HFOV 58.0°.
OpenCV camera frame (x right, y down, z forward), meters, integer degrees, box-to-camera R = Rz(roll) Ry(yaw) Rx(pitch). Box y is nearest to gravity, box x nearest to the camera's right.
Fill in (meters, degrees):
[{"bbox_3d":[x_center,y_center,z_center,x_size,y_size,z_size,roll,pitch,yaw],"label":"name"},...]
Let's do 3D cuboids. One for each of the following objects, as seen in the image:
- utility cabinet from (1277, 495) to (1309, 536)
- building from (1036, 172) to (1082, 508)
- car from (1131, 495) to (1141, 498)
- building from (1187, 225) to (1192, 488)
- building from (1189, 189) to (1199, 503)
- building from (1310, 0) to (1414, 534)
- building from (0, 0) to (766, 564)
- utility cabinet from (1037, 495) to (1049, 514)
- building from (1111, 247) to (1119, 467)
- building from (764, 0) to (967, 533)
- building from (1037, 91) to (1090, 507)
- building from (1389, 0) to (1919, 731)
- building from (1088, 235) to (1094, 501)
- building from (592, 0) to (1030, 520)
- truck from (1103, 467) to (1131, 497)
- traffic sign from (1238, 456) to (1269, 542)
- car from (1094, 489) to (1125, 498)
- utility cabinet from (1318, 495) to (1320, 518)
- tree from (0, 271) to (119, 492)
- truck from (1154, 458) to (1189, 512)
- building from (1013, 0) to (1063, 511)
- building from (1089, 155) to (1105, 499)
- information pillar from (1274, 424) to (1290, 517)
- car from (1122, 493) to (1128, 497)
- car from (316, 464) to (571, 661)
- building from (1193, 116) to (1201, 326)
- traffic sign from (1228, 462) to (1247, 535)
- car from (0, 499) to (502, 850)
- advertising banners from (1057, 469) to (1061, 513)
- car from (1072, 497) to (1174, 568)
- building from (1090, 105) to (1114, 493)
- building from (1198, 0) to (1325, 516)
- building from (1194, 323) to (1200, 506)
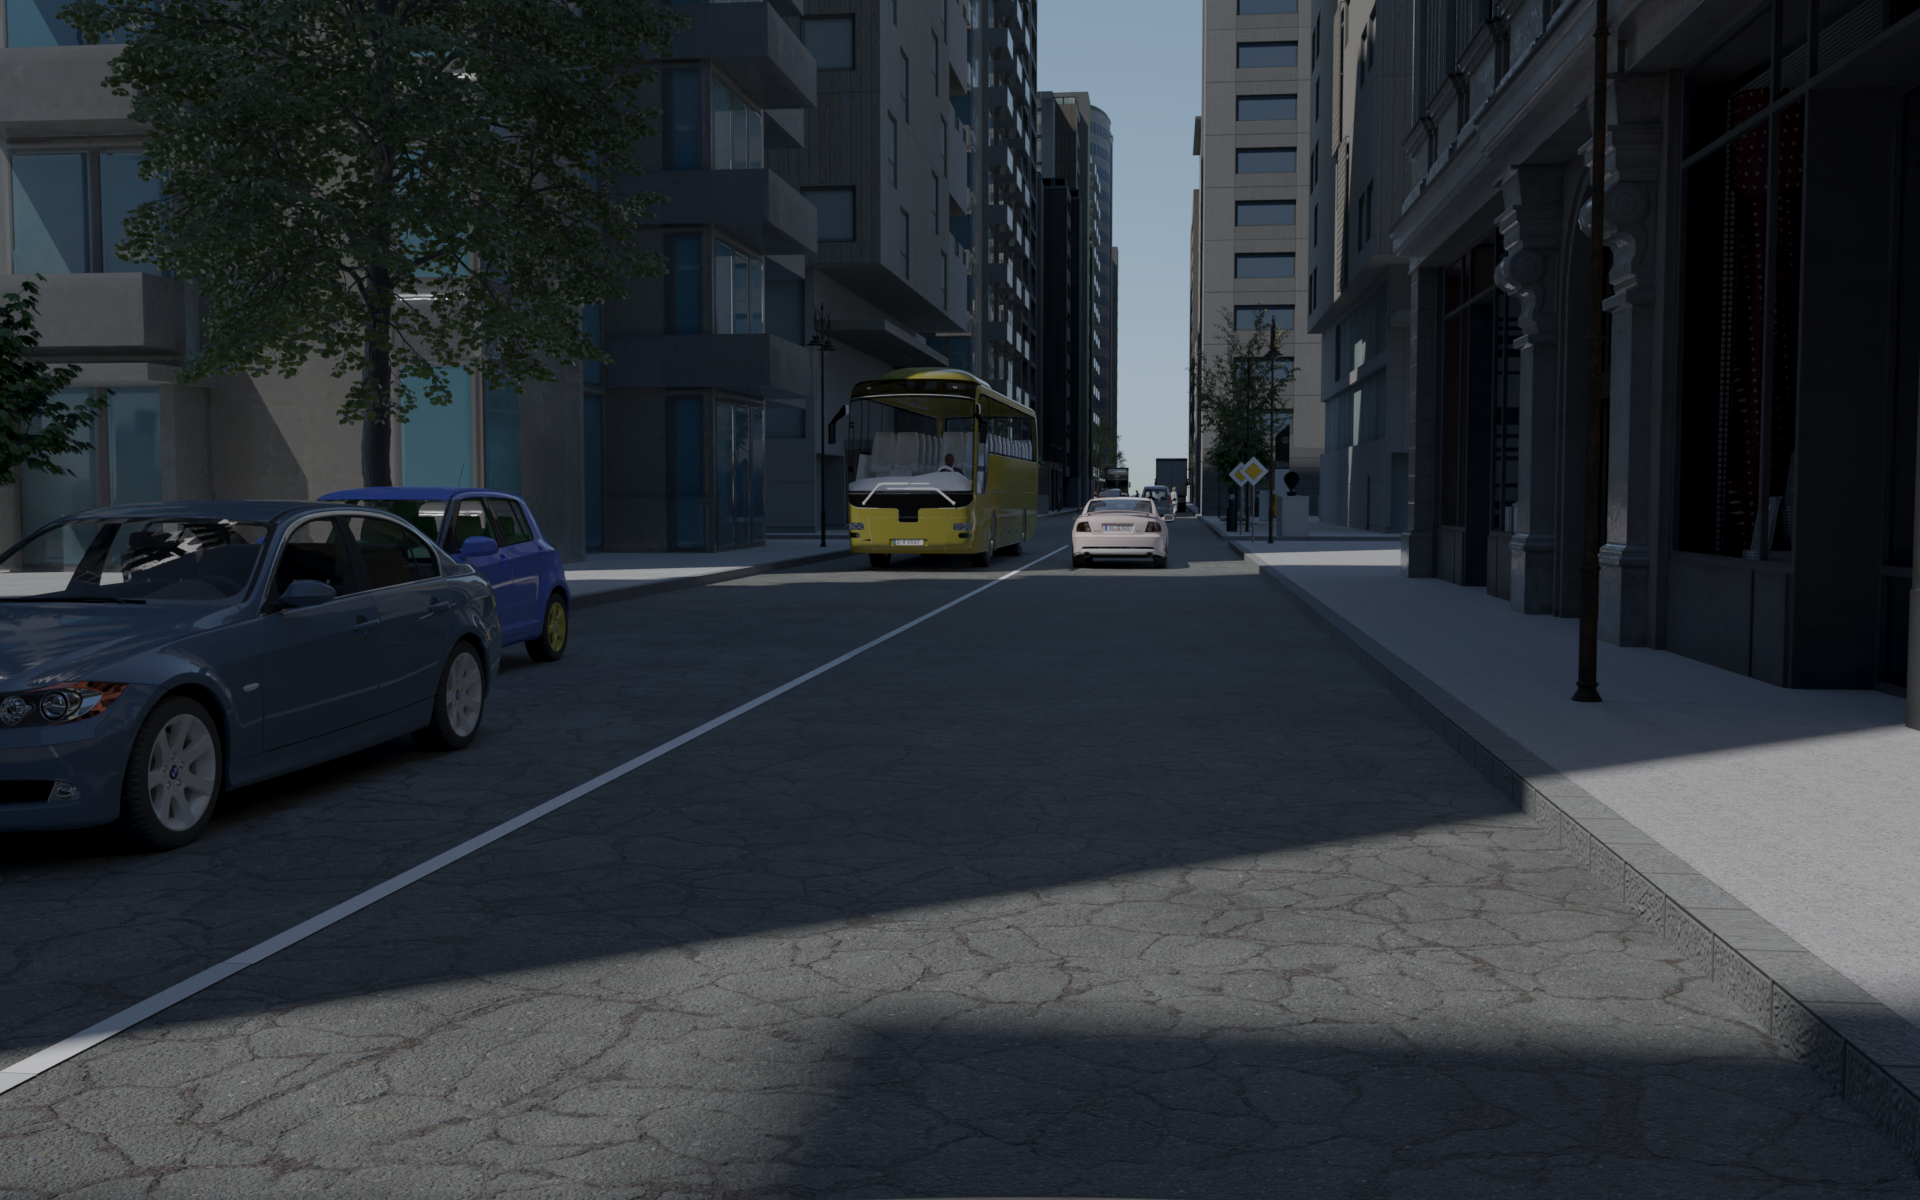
[{"bbox_3d":[10.215,-2.570,53.186,1.020,1.237,0.306,-2,4,-26],"label":"utility cabinet"},{"bbox_3d":[3.733,-23.636,158.150,14.160,30.474,14.107,0,4,7],"label":"building"},{"bbox_3d":[28.614,-16.546,283.114,1.945,1.354,3.894,1,4,9],"label":"car"},{"bbox_3d":[43.870,-38.430,278.435,14.600,45.320,14.200,0,4,7],"label":"building"},{"bbox_3d":[45.368,-38.865,259.136,21.300,48.544,21.600,0,4,7],"label":"building"},{"bbox_3d":[27.240,-29.033,63.929,27.495,52.752,28.713,0,4,7],"label":"building"},{"bbox_3d":[-19.138,-25.582,37.880,30.456,49.044,23.786,0,4,7],"label":"building"},{"bbox_3d":[5.113,-6.043,109.965,1.020,1.237,0.306,2,4,25],"label":"utility cabinet"},{"bbox_3d":[18.184,-36.421,279.074,14.154,41.232,14.086,0,4,7],"label":"building"},{"bbox_3d":[-14.274,-29.327,68.741,28.713,52.752,27.495,0,4,7],"label":"building"},{"bbox_3d":[5.505,-29.859,171.781,14.154,41.232,14.086,0,4,7],"label":"building"},{"bbox_3d":[11.191,-10.639,24.858,10.553,20.767,40.483,0,4,7],"label":"building"},{"bbox_3d":[7.056,-25.345,186.095,14.160,30.474,14.107,0,4,7],"label":"building"},{"bbox_3d":[-7.214,-30.152,112.594,23.786,49.044,30.456,0,4,7],"label":"building"},{"bbox_3d":[16.680,-11.925,183.889,2.839,4.237,11.283,0,4,5],"label":"truck"},{"bbox_3d":[7.794,-2.593,46.041,0.795,2.450,0.064,0,4,7],"label":"traffic sign"},{"bbox_3d":[10.966,-7.224,126.777,2.281,1.827,5.304,0,4,7],"label":"car"},{"bbox_3d":[19.731,-4.997,92.869,1.020,1.237,0.306,0,4,3],"label":"utility cabinet"},{"bbox_3d":[-7.184,-1.120,12.917,1.663,3.219,1.824,0,3,0],"label":"tree"},{"bbox_3d":[17.116,-9.253,140.198,2.839,4.237,11.283,0,4,7],"label":"truck"},{"bbox_3d":[-2.084,-42.918,139.958,20.563,71.187,20.611,0,4,7],"label":"building"},{"bbox_3d":[6.962,-37.250,228.644,23.786,49.044,30.456,0,4,7],"label":"building"},{"bbox_3d":[10.709,-4.046,57.506,0.504,3.616,0.183,1,4,9],"label":"information pillar"},{"bbox_3d":[13.270,-8.287,144.525,2.155,1.783,4.494,1,4,8],"label":"car"},{"bbox_3d":[-4.424,-0.249,13.669,1.945,1.707,3.694,0,4,7],"label":"car"},{"bbox_3d":[45.904,-39.437,234.037,28.713,52.752,27.495,0,4,7],"label":"building"},{"bbox_3d":[8.756,-3.078,53.968,0.795,2.450,0.064,0,4,7],"label":"traffic sign"},{"bbox_3d":[-3.795,0.209,8.578,2.014,1.417,4.499,0,4,8],"label":"car"},{"bbox_3d":[6.927,-7.630,120.940,0.090,3.025,2.074,1,4,9],"label":"advertising banners"},{"bbox_3d":[3.279,-1.390,35.083,2.083,1.381,4.827,0,4,7],"label":"car"},{"bbox_3d":[11.667,-43.794,258.029,21.231,58.520,28.212,0,4,7],"label":"building"},{"bbox_3d":[26.278,-34.885,112.369,21.231,58.520,28.212,0,4,7],"label":"building"},{"bbox_3d":[39.626,-20.992,188.253,27.650,21.520,28.899,0,4,7],"label":"building"}]
